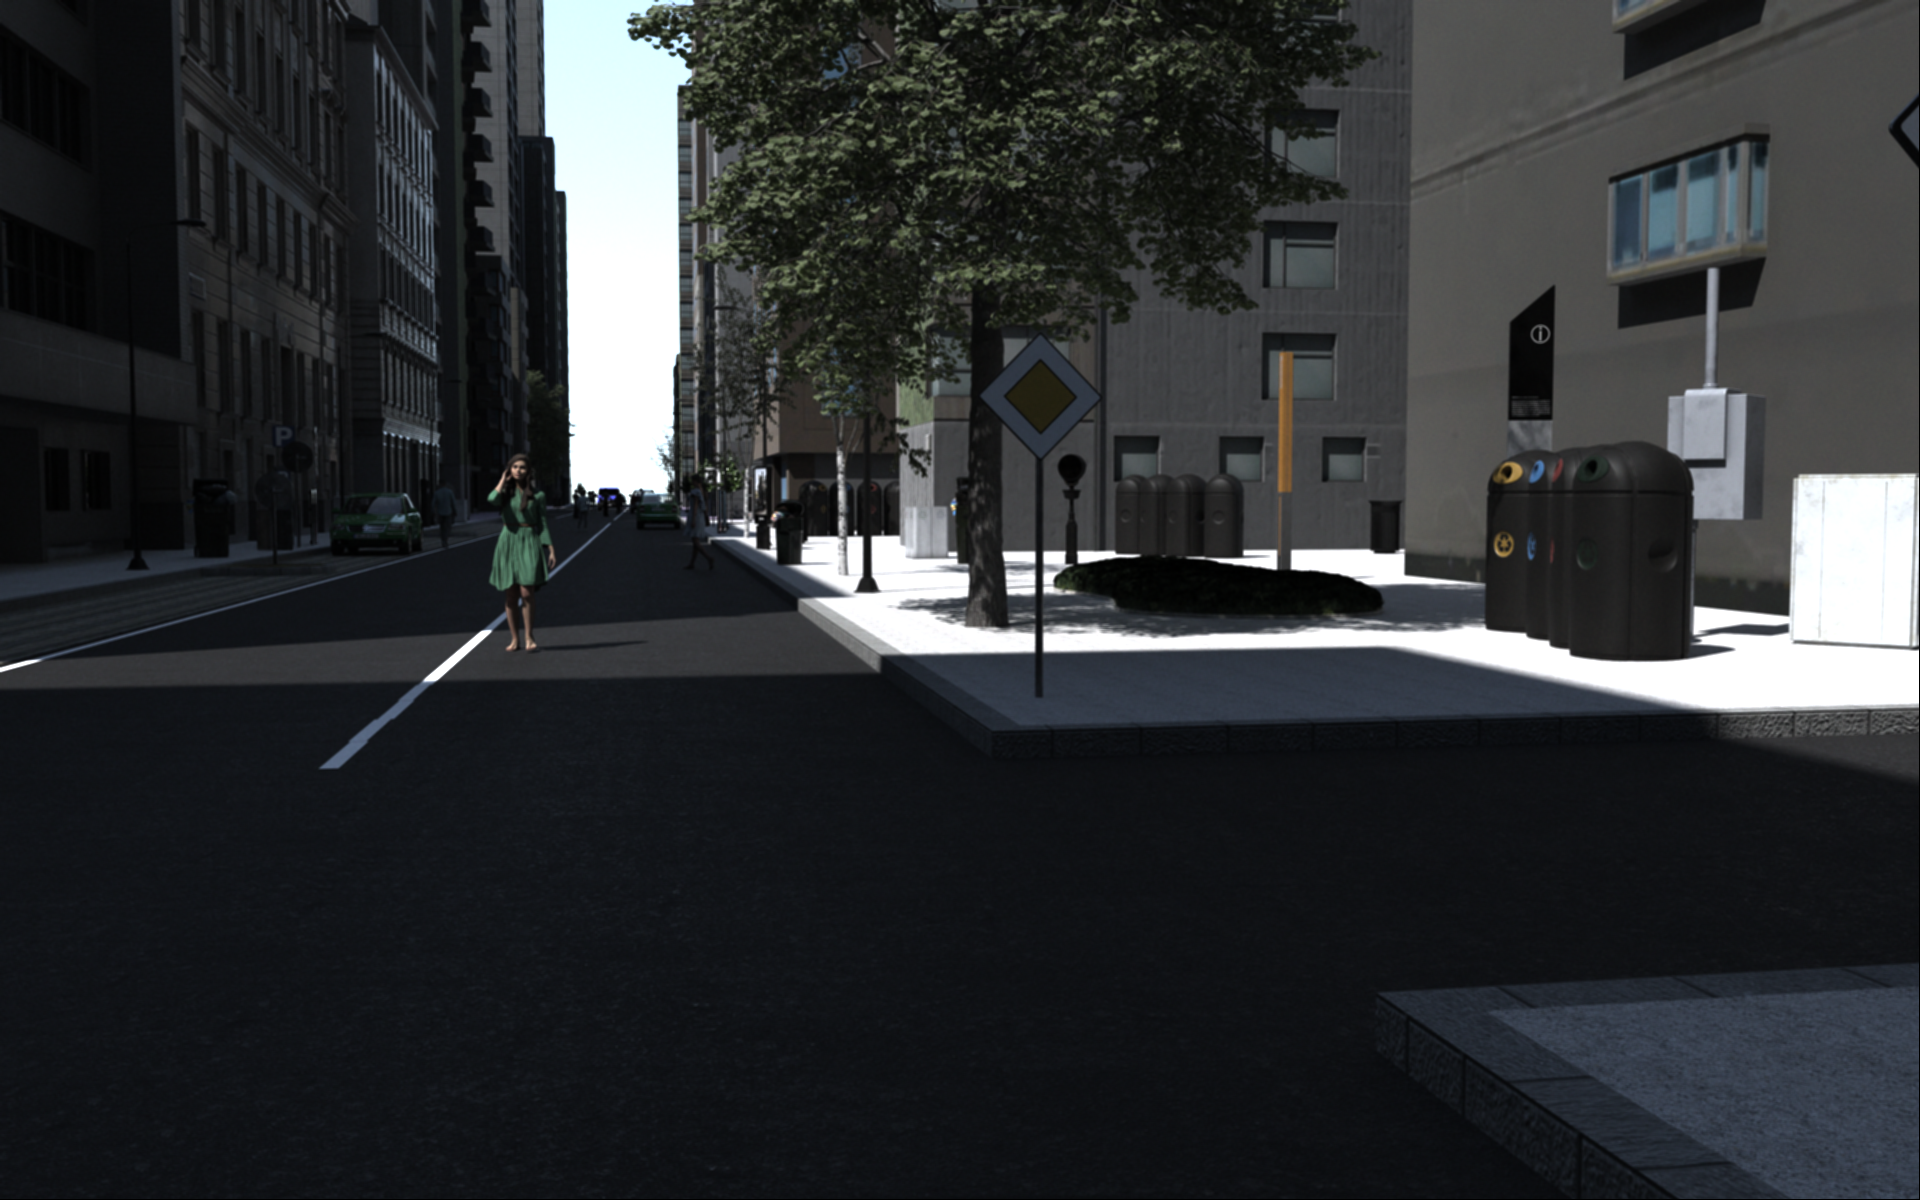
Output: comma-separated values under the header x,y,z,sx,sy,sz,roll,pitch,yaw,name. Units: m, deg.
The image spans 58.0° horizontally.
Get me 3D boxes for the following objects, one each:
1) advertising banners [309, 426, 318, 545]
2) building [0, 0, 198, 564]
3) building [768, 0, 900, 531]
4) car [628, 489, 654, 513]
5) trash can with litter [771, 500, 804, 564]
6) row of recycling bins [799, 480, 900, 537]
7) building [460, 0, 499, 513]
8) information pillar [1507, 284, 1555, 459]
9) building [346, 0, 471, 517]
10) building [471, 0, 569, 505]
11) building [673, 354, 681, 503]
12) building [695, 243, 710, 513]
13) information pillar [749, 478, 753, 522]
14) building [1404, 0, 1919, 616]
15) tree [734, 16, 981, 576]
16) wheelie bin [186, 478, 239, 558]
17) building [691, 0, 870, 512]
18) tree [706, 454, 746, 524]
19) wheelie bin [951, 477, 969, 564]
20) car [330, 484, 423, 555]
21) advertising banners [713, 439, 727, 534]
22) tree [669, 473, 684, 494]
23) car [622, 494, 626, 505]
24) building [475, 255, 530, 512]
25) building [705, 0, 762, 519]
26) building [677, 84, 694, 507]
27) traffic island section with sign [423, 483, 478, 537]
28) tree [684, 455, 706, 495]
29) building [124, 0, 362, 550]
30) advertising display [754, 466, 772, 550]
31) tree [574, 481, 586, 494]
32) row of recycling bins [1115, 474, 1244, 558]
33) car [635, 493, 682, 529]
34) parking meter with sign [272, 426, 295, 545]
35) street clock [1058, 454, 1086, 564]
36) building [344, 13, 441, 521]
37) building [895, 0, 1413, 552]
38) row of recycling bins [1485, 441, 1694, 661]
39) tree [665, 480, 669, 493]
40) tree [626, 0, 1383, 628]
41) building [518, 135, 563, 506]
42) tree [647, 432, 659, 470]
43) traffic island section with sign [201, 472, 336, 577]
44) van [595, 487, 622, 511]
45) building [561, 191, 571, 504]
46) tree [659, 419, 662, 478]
x,y,z,sx,sy,sz,roll,pitch,yaw,name
-16.522,-2.943,44.308,0.090,3.025,2.074,-1,4,-15,advertising banners
-21.185,-12.425,22.212,14.314,24.678,30.058,-1,4,-10,building
-0.667,-25.451,66.229,14.600,45.320,14.200,-1,4,-10,building
-23.772,-7.434,130.220,2.281,1.827,5.304,-1,4,-10,car
-3.199,-1.242,31.687,0.624,1.170,1.055,-1,4,-12,trash can with litter
-3.219,-2.811,53.074,3.534,1.692,1.069,-1,4,-22,row of recycling bins
-41.176,-27.748,108.306,22.147,44.769,28.867,-1,4,-10,building
6.416,-1.719,19.468,0.504,3.616,0.183,1,4,9,information pillar
-33.098,-24.724,87.835,14.154,41.232,14.086,-1,4,-10,building
-57.844,-47.017,206.986,20.563,71.187,20.611,-1,4,-10,building
-23.792,-23.528,229.727,27.650,21.520,28.899,-1,4,-10,building
-5.940,-17.646,133.555,27.650,21.520,28.899,-1,4,-10,building
-9.655,-4.569,79.194,0.304,2.012,0.304,-1,4,-14,information pillar
18.119,-24.449,23.449,21.600,48.544,21.300,-1,4,-10,building
-1.658,-4.678,26.852,4.360,8.622,3.978,0,3,0,tree
-15.130,-1.663,35.095,0.980,1.594,0.693,-2,4,-30,wheelie bin
-16.396,-30.745,152.791,14.600,45.320,14.200,-1,4,-10,building
-9.991,-4.899,74.704,1.663,3.219,1.824,0,3,0,tree
0.286,-1.468,31.902,0.980,1.594,0.693,1,4,10,wheelie bin
-14.027,-2.015,41.742,1.959,1.807,4.718,-1,4,-12,car
-7.821,-3.680,56.357,0.090,3.025,2.074,0,4,3,advertising banners
-21.742,-8.732,137.377,1.663,3.219,1.824,0,3,0,tree
-45.959,-13.754,233.676,1.959,1.807,4.718,-1,4,-12,car
-49.349,-17.882,137.404,27.650,21.520,28.899,-1,4,-10,building
-4.402,-34.251,102.007,21.231,58.520,28.212,-1,4,-10,building
-21.766,-30.216,177.632,14.154,41.232,14.086,-1,4,-10,building
-17.170,-3.008,57.803,1.989,1.847,2.006,-1,4,-10,traffic island section with sign
-12.780,-5.623,86.534,1.663,3.219,1.824,0,3,0,tree
-25.547,-15.450,49.873,12.463,27.353,25.104,-1,4,-10,building
-4.558,-2.131,40.057,0.123,1.923,0.974,-2,4,-24,advertising display
-52.704,-15.000,239.844,1.663,3.219,1.824,0,3,0,tree
4.497,-1.761,35.904,1.069,1.692,3.534,-2,4,-35,row of recycling bins
-12.574,-3.883,72.279,1.959,1.807,4.718,-1,4,-9,car
-16.990,-2.887,43.471,0.543,3.016,1.738,-1,4,-18,parking meter with sign
2.036,-1.652,31.575,0.471,2.002,0.358,1,4,20,street clock
-27.770,-13.652,72.358,9.793,20.994,18.267,-1,4,-10,building
5.100,-22.100,44.937,14.154,41.232,14.086,-1,4,-10,building
5.386,-0.480,14.959,1.069,1.692,3.534,0,4,3,row of recycling bins
-31.987,-12.055,191.705,1.663,3.219,1.824,0,3,0,tree
0.554,-5.995,16.143,7.486,12.596,7.792,0,3,0,tree
-51.975,-31.056,191.367,14.154,41.232,14.086,-1,4,-10,building
-27.823,-13.265,167.245,4.360,8.622,3.978,0,3,0,tree
-12.284,-1.364,30.924,1.989,1.847,2.006,-1,4,-10,traffic island section with sign
-30.133,-8.836,148.847,2.240,2.365,5.245,-1,4,-9,van
-58.465,-33.161,225.777,14.154,41.232,14.086,-1,4,-10,building
-6.223,-6.127,50.540,4.360,8.622,3.978,0,3,0,tree
